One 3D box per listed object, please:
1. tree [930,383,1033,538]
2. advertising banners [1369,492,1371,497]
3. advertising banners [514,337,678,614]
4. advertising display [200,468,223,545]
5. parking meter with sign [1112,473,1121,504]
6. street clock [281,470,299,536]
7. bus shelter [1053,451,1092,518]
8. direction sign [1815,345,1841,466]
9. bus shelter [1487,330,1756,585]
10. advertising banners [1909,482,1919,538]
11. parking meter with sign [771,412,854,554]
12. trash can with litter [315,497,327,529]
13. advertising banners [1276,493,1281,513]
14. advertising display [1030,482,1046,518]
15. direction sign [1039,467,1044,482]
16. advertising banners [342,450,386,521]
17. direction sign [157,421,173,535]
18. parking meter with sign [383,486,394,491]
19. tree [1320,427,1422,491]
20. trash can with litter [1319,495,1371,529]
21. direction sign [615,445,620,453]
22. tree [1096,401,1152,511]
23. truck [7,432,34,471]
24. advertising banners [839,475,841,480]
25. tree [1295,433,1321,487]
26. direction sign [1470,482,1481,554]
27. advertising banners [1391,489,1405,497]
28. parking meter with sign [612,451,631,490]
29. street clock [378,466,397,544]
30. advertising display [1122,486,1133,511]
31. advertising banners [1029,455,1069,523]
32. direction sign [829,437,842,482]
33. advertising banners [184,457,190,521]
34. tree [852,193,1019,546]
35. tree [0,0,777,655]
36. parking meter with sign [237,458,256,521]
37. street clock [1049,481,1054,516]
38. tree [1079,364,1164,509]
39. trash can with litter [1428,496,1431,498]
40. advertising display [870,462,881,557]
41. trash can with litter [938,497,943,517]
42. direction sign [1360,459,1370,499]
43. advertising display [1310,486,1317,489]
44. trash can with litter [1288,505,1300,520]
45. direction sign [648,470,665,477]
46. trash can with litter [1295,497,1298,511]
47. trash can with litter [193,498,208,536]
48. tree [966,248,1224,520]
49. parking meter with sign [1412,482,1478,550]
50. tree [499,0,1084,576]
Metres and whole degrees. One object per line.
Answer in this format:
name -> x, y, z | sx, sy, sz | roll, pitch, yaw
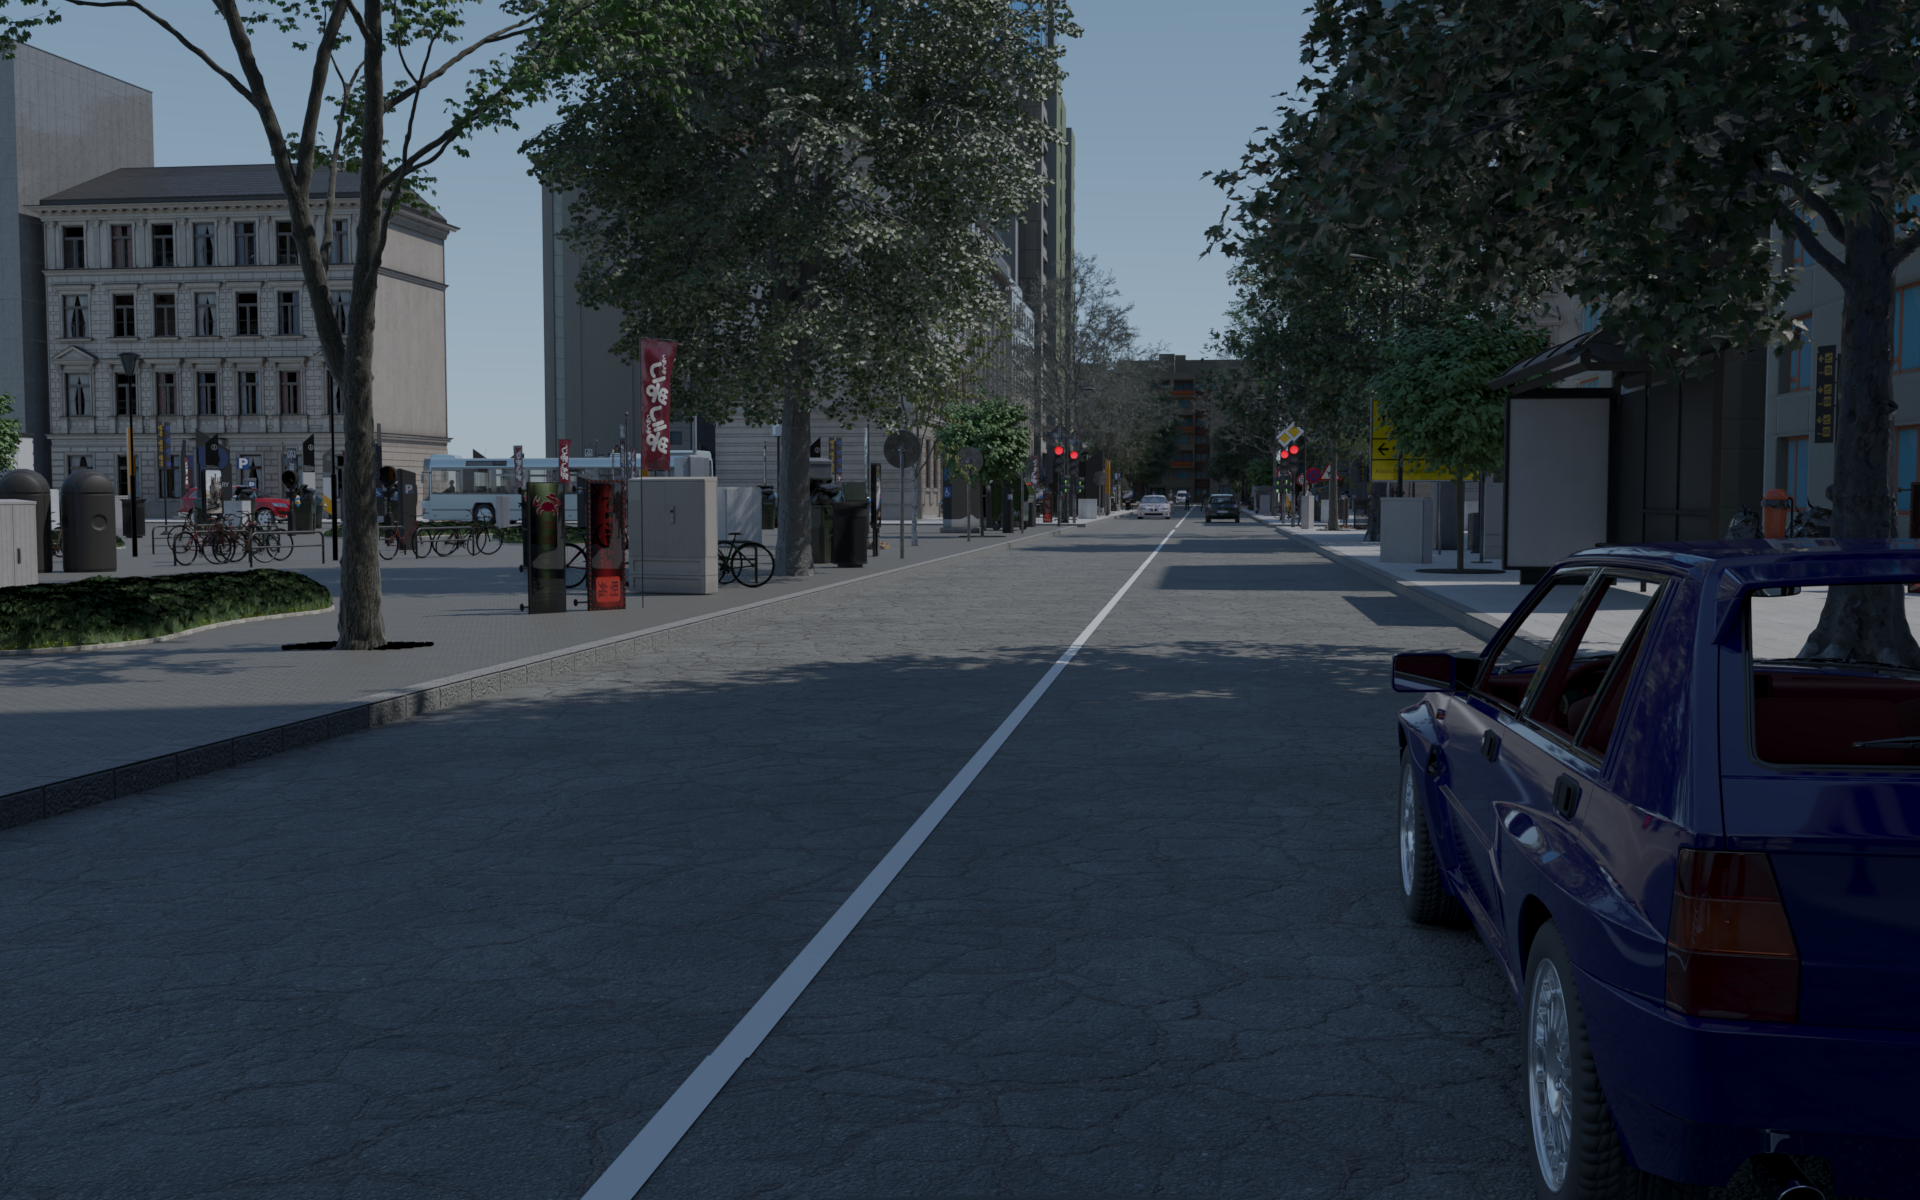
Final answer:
tree -> 0.708, -4.162, 51.770 | 4.285, 4.588, 4.351 | 0, 3, 0
advertising banners -> 25.141, -6.691, 105.589 | 0.090, 3.025, 2.074 | 0, 4, 6
advertising banners -> -3.929, -1.398, 19.046 | 0.090, 3.025, 2.074 | 3, 5, 44
advertising display -> -18.667, -2.326, 43.242 | 0.123, 1.923, 0.974 | 0, 4, 0
parking meter with sign -> 12.780, -8.946, 142.527 | 0.543, 3.016, 1.738 | 1, 4, 19
street clock -> -20.464, -2.961, 52.983 | 0.471, 2.002, 0.358 | 1, 4, 9
bus shelter -> 6.294, -6.436, 96.514 | 1.731, 3.624, 6.357 | 0, 4, 8
direction sign -> 13.283, -2.094, 26.241 | 0.379, 3.537, 0.876 | -1, 4, -17
bus shelter -> 8.112, -1.711, 21.905 | 2.014, 3.302, 5.546 | 1, 4, 8
advertising banners -> 12.421, -1.593, 22.227 | 0.090, 3.025, 2.074 | -2, 4, -28
parking meter with sign -> -3.043, -2.450, 36.318 | 1.738, 3.016, 0.543 | -2, 4, -30
trash can with litter -> -23.726, -3.194, 63.614 | 0.624, 1.170, 1.055 | 0, 3, 0
advertising banners -> 21.649, -7.369, 116.674 | 0.090, 3.025, 2.074 | -2, 4, -27
advertising display -> 4.173, -5.432, 94.022 | 0.974, 1.923, 0.123 | 1, 4, 9
direction sign -> 6.610, -9.258, 143.358 | 0.379, 3.537, 0.876 | 3, 5, 44
advertising banners -> -23.521, -4.449, 68.922 | 2.074, 3.025, 0.090 | 0, 4, -1
direction sign -> -24.918, -3.809, 54.273 | 0.379, 3.537, 0.876 | 0, 4, -1
parking meter with sign -> -28.287, -5.461, 85.549 | 1.738, 3.016, 0.543 | -1, 4, -22
tree -> 22.074, -8.703, 92.650 | 4.737, 8.622, 4.395 | 0, 3, 0
trash can with litter -> 14.629, -3.351, 65.840 | 1.678, 1.210, 2.233 | 0, 4, 1
direction sign -> -15.611, -5.349, 79.452 | 0.379, 3.537, 0.876 | -2, 4, -34
tree -> 12.068, -10.890, 128.419 | 4.360, 8.622, 3.978 | 0, 3, 0
truck -> -48.213, -5.520, 79.157 | 11.283, 4.237, 2.839 | 0, 4, 7
advertising banners -> -5.594, -5.355, 83.747 | 0.090, 3.025, 2.074 | 1, 4, 14
tree -> 24.783, -10.030, 114.346 | 4.737, 8.622, 4.395 | 0, 3, 0
direction sign -> 11.237, -2.776, 37.377 | 0.876, 3.537, 0.379 | 0, 4, 6
advertising banners -> 13.445, -3.536, 54.000 | 0.090, 3.025, 2.074 | 3, 4, 36
parking meter with sign -> -13.720, -4.497, 69.788 | 0.543, 3.016, 1.738 | 1, 4, 15
street clock -> -14.778, -2.461, 44.811 | 0.471, 2.002, 0.358 | 0, 4, 2
advertising display -> 12.975, -7.887, 134.172 | 0.974, 1.923, 0.123 | -1, 4, -22
advertising banners -> 3.949, -4.969, 77.433 | 2.074, 3.025, 0.090 | 2, 4, 34
direction sign -> -4.985, -4.730, 69.327 | 0.379, 3.537, 0.876 | 2, 4, 30
advertising banners -> -37.075, -5.350, 83.657 | 0.090, 3.025, 2.074 | 0, 4, -5
tree -> -0.996, -5.638, 42.542 | 4.737, 8.622, 4.395 | 0, 3, 0
tree -> -5.078, -5.392, 13.922 | 9.928, 11.665, 9.643 | 0, 3, 0
parking meter with sign -> -33.726, -5.254, 82.164 | 0.543, 3.016, 1.738 | -3, 5, -39
street clock -> 5.313, -5.815, 99.647 | 0.358, 2.002, 0.471 | 2, 4, 35
tree -> 14.149, -14.113, 148.877 | 7.486, 12.596, 7.792 | 0, 3, 0
trash can with litter -> 22.431, -4.374, 82.575 | 1.678, 1.210, 2.233 | -3, 5, -42
advertising display -> -1.733, -1.867, 35.739 | 0.123, 1.923, 0.974 | 0, 4, 3
trash can with litter -> -0.421, -4.029, 77.263 | 0.624, 1.170, 1.055 | 3, 5, 43
direction sign -> 25.929, -7.260, 110.696 | 0.876, 3.537, 0.379 | -1, 4, -20
advertising display -> 27.165, -7.814, 132.969 | 0.123, 1.923, 0.974 | 3, 4, 37
trash can with litter -> 17.418, -4.675, 87.494 | 1.678, 1.210, 2.233 | 2, 4, 28
direction sign -> -10.443, -4.125, 59.438 | 0.876, 3.537, 0.379 | 2, 4, 34
trash can with litter -> 24.921, -7.141, 128.149 | 1.055, 1.170, 0.624 | -2, 4, -27
trash can with litter -> -22.820, -2.511, 52.442 | 0.624, 1.170, 1.055 | -3, 4, -38
tree -> 5.413, -10.736, 85.904 | 12.009, 13.543, 11.850 | 0, 3, 0
parking meter with sign -> 11.164, -2.648, 39.559 | 1.738, 3.016, 0.543 | 0, 4, -5
tree -> -2.673, -7.365, 27.073 | 9.857, 13.997, 8.962 | 0, 3, 0
